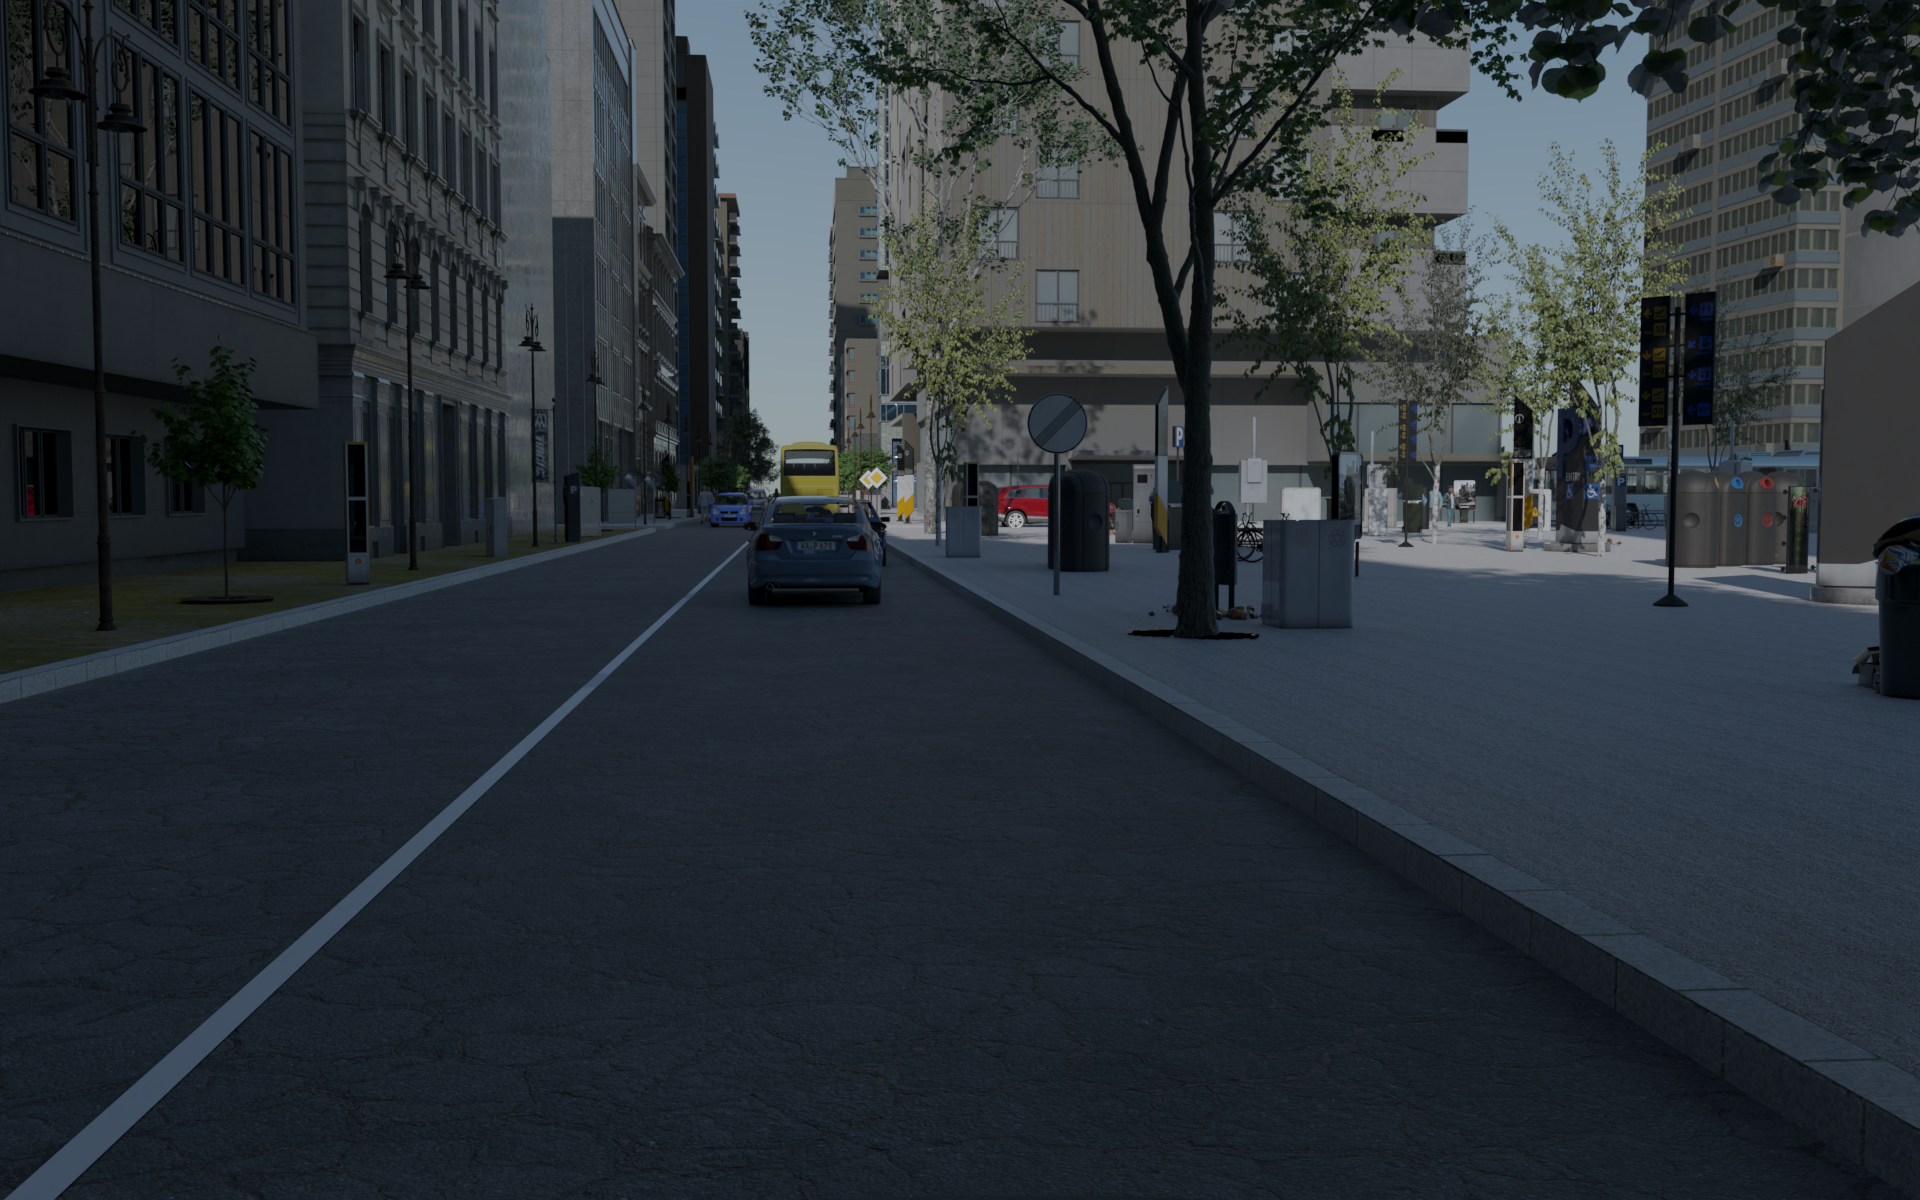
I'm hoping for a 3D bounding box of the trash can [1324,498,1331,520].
[{"bbox_3d":[12.780,-2.893,58.950,0.748,1.137,0.748,0,3,0],"label":"trash can"}]

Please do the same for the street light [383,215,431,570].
[{"bbox_3d":[-9.223,-3.441,29.048,0.468,5.910,1.993,0,4,-5],"label":"street light"}]

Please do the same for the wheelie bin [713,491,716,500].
[{"bbox_3d":[-18.452,-7.359,128.229,0.693,1.594,0.980,2,4,25],"label":"wheelie bin"}]

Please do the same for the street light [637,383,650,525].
[{"bbox_3d":[-13.173,-6.085,72.285,0.468,5.910,1.993,0,4,-5],"label":"street light"}]

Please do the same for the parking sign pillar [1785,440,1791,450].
[{"bbox_3d":[41.718,-6.022,86.934,1.447,3.967,1.447,3,4,38],"label":"parking sign pillar"}]

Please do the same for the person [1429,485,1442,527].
[{"bbox_3d":[18.949,-3.710,69.024,0.748,1.841,0.638,-3,5,-40],"label":"person"}]

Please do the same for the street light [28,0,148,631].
[{"bbox_3d":[-8.030,-2.650,16.118,0.468,5.910,1.993,0,4,-5],"label":"street light"}]

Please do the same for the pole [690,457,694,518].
[{"bbox_3d":[-14.617,-6.149,94.379,0.158,3.312,0.155,0,3,0],"label":"pole"}]

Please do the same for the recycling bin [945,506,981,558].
[{"bbox_3d":[0.064,-1.393,35.337,0.722,1.027,0.722,0,4,-1],"label":"recycling bin"}]

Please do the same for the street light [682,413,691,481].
[{"bbox_3d":[-15.618,-7.723,99.055,0.468,5.910,1.993,0,4,-5],"label":"street light"}]

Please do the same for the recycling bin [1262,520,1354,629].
[{"bbox_3d":[3.376,-0.262,16.831,0.722,1.027,0.722,0,4,-5],"label":"recycling bin"}]

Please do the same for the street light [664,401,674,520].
[{"bbox_3d":[-14.473,-6.932,86.121,0.468,5.910,1.993,0,4,-5],"label":"street light"}]

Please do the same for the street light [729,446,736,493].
[{"bbox_3d":[-21.501,-11.573,162.011,0.468,5.910,1.993,0,4,-5],"label":"street light"}]

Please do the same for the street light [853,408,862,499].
[{"bbox_3d":[-5.317,-7.338,92.763,0.468,5.910,1.993,0,4,-5],"label":"street light"}]

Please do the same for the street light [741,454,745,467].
[{"bbox_3d":[-23.863,-13.155,187.873,0.468,5.910,1.993,0,4,-5],"label":"street light"}]

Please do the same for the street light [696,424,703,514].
[{"bbox_3d":[-16.848,-8.513,111.982,0.468,5.910,1.993,0,4,-5],"label":"street light"}]

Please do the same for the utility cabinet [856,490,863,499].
[{"bbox_3d":[-6.019,-5.840,104.162,0.318,1.500,1.173,0,4,3],"label":"utility cabinet"}]

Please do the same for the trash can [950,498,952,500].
[{"bbox_3d":[-0.009,-3.278,65.248,0.748,1.137,0.748,0,3,0],"label":"trash can"}]

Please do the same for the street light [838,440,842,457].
[{"bbox_3d":[-8.867,-9.767,132.484,0.468,5.910,1.993,0,4,-5],"label":"street light"}]

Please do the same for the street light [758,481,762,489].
[{"bbox_3d":[-31.373,-18.164,269.768,0.468,5.910,1.993,0,4,-5],"label":"street light"}]

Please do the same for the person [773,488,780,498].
[{"bbox_3d":[-11.843,-6.313,111.720,0.555,1.821,0.388,-2,4,-35],"label":"person"}]

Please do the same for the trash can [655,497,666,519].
[{"bbox_3d":[-15.734,-4.834,90.693,0.748,1.137,0.748,0,3,0],"label":"trash can"}]

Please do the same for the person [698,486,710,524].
[{"bbox_3d":[-12.241,-4.576,83.194,0.514,1.842,0.818,-3,5,-43],"label":"person"}]

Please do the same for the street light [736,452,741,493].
[{"bbox_3d":[-22.686,-12.364,174.942,0.468,5.910,1.993,0,4,-5],"label":"street light"}]

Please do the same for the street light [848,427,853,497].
[{"bbox_3d":[-6.407,-8.129,105.703,0.468,5.910,1.993,0,4,-5],"label":"street light"}]

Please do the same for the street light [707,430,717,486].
[{"bbox_3d":[-18.042,-9.329,125.310,0.468,5.910,1.993,0,4,-5],"label":"street light"}]

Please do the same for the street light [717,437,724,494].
[{"bbox_3d":[-19.323,-10.127,138.371,0.468,5.910,1.993,0,4,-5],"label":"street light"}]

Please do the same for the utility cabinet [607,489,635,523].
[{"bbox_3d":[-15.014,-4.163,76.743,1.173,1.500,0.318,-1,4,-18],"label":"utility cabinet"}]

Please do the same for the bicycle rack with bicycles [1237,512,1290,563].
[{"bbox_3d":[5.859,-1.209,33.154,2.925,0.926,2.852,1,4,15],"label":"bicycle rack with bicycles"}]

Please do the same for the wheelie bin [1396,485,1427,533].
[{"bbox_3d":[14.966,-3.028,57.419,0.980,1.594,0.693,1,4,15],"label":"wheelie bin"}]

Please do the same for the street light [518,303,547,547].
[{"bbox_3d":[-10.358,-4.238,42.077,0.468,5.910,1.993,0,4,-5],"label":"street light"}]

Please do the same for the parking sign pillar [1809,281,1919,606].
[{"bbox_3d":[10.874,-1.954,20.419,1.447,3.967,1.447,1,4,22],"label":"parking sign pillar"}]

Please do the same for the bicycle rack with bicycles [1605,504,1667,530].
[{"bbox_3d":[24.165,-3.035,63.008,2.925,0.926,2.852,-1,4,-9],"label":"bicycle rack with bicycles"}]

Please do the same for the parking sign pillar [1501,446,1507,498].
[{"bbox_3d":[31.436,-6.898,101.261,1.447,3.967,1.447,2,4,26],"label":"parking sign pillar"}]

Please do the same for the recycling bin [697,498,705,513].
[{"bbox_3d":[-17.345,-6.401,117.211,0.722,1.027,0.722,-2,4,-30],"label":"recycling bin"}]

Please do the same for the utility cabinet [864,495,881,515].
[{"bbox_3d":[-5.380,-5.816,106.256,1.020,1.237,0.306,-2,4,-26],"label":"utility cabinet"}]

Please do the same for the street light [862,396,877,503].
[{"bbox_3d":[-4.098,-6.547,79.836,0.468,5.910,1.993,0,4,-5],"label":"street light"}]

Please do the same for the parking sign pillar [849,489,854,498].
[{"bbox_3d":[-8.817,-9.358,141.469,1.447,3.967,1.447,0,4,-5],"label":"parking sign pillar"}]

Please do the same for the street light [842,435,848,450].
[{"bbox_3d":[-7.668,-8.954,119.183,0.468,5.910,1.993,0,4,-5],"label":"street light"}]

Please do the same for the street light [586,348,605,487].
[{"bbox_3d":[-11.559,-5.029,55.006,0.468,5.910,1.993,0,4,-5],"label":"street light"}]

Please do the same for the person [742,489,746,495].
[{"bbox_3d":[-17.110,-7.891,137.698,0.709,1.800,0.728,1,4,15],"label":"person"}]

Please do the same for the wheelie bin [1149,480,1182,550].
[{"bbox_3d":[4.761,-1.956,39.882,0.980,1.594,0.693,-2,4,-34],"label":"wheelie bin"}]

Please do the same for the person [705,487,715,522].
[{"bbox_3d":[-12.986,-4.941,89.508,0.478,1.798,0.641,2,4,32],"label":"person"}]

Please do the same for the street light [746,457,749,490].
[{"bbox_3d":[-25.097,-13.946,200.800,0.468,5.910,1.993,0,4,-5],"label":"street light"}]

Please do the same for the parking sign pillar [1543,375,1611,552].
[{"bbox_3d":[13.848,-3.076,38.765,1.447,3.967,1.447,0,4,-6],"label":"parking sign pillar"}]

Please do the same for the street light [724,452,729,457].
[{"bbox_3d":[-20.300,-10.749,148.535,0.468,5.910,1.993,0,4,-5],"label":"street light"}]

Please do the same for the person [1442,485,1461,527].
[{"bbox_3d":[19.877,-3.754,70.220,0.623,1.781,0.721,-3,5,-39],"label":"person"}]
